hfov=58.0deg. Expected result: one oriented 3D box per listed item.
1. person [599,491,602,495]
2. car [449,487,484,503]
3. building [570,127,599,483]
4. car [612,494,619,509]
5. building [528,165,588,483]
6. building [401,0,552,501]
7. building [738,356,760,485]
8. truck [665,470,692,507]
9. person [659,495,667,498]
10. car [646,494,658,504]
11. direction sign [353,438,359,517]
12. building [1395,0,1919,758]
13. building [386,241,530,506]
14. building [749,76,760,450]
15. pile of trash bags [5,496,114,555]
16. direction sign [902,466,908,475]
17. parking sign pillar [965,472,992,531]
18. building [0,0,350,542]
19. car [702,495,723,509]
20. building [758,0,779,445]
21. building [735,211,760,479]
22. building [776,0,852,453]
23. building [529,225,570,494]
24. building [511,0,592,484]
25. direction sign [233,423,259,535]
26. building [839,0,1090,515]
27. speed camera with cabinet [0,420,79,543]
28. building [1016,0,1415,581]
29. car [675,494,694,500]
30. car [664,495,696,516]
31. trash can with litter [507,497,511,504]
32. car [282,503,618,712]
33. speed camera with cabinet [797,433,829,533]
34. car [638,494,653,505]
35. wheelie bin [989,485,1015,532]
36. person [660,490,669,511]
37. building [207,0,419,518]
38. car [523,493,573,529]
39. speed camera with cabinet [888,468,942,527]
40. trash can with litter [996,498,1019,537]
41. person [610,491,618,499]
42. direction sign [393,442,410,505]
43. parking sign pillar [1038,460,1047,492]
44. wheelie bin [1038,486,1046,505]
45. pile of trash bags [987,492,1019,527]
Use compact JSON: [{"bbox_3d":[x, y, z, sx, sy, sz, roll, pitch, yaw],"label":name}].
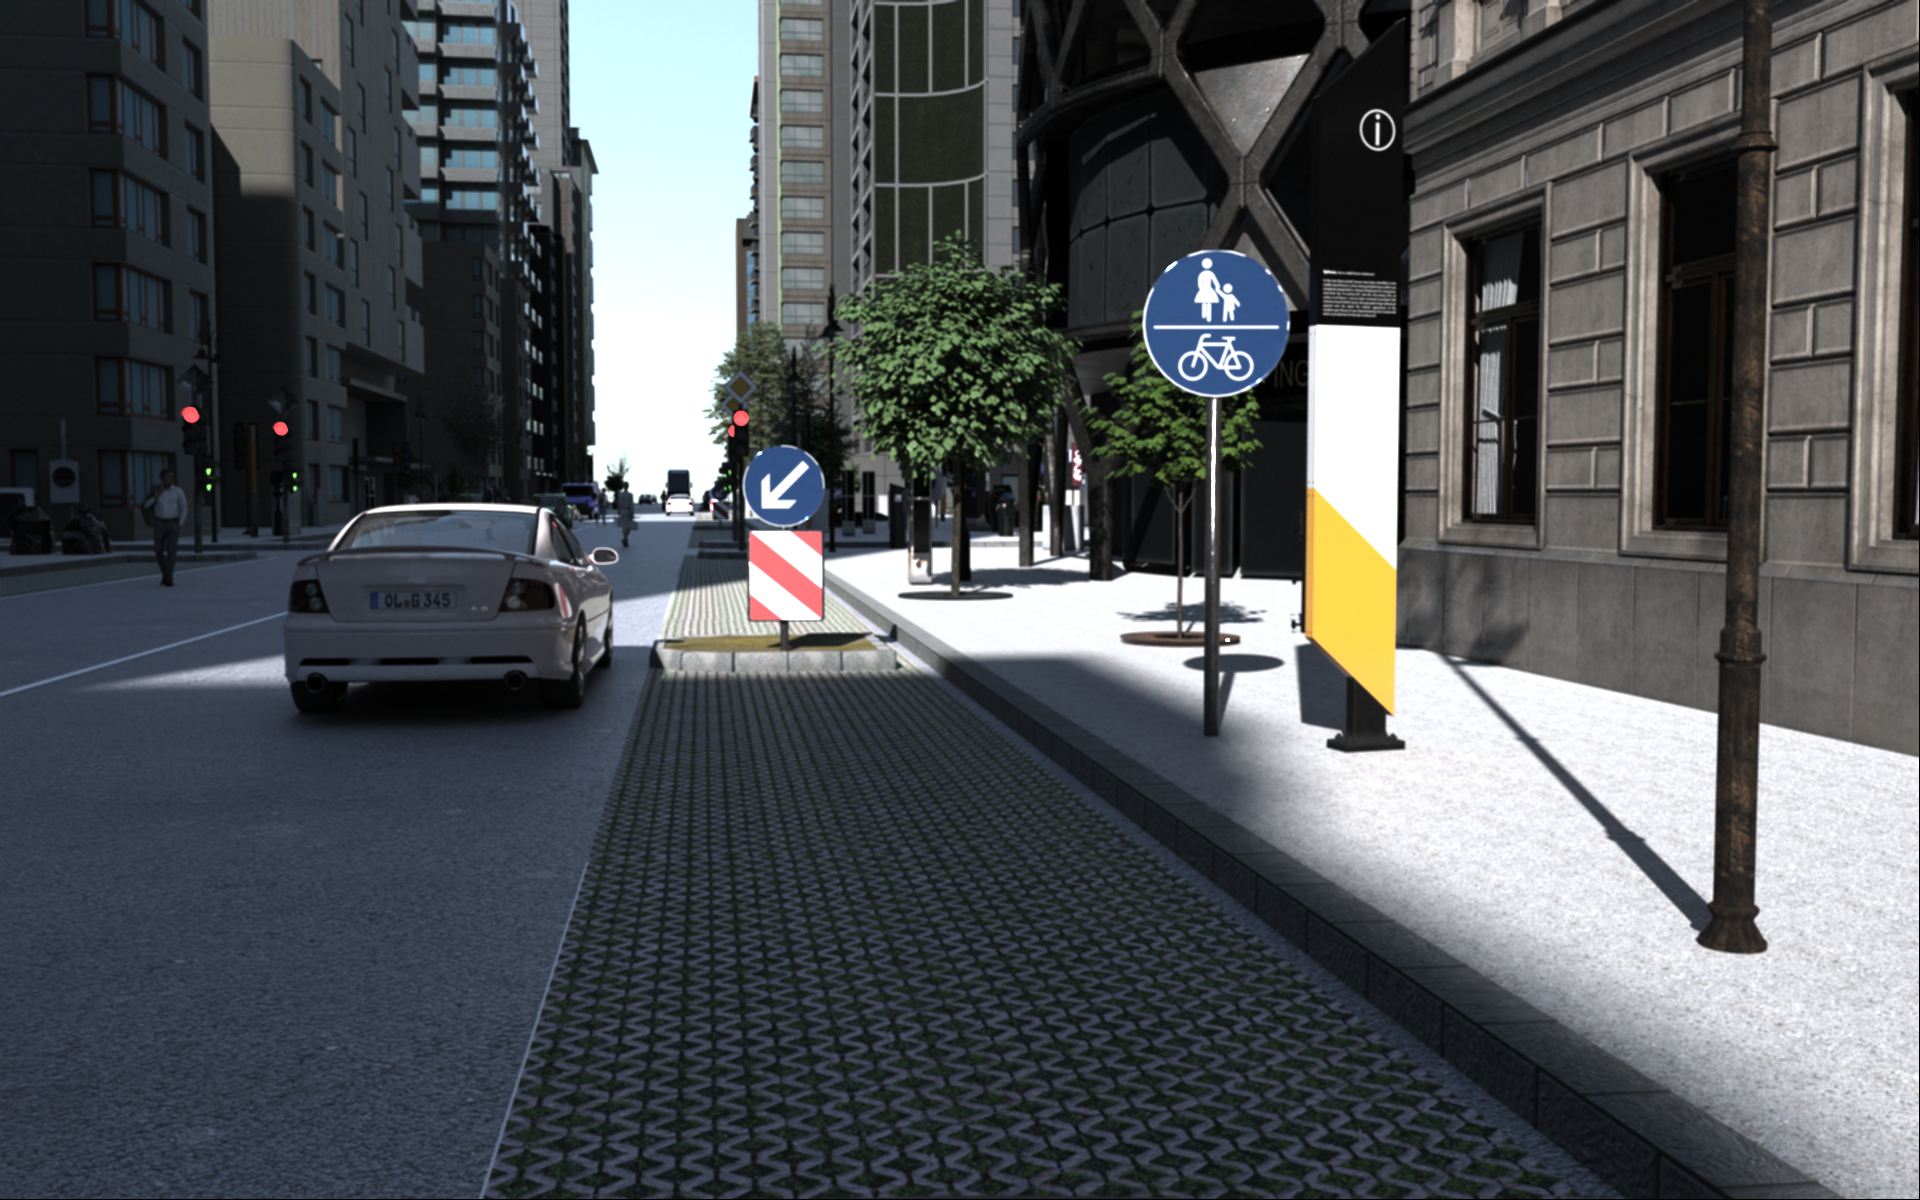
[{"bbox_3d":[-38.592,-10.853,186.043,1.348,1.812,0.705,0,4,6],"label":"person"},{"bbox_3d":[-22.600,-4.375,80.329,1.959,1.807,4.718,0,4,-8],"label":"car"},{"bbox_3d":[-67.213,-40.443,250.488,28.713,52.752,27.495,-1,4,-8],"label":"building"},{"bbox_3d":[-31.921,-9.428,163.929,2.009,1.686,4.222,0,4,-7],"label":"car"},{"bbox_3d":[-52.788,-32.154,209.305,14.154,41.232,14.086,-1,4,-8],"label":"building"},{"bbox_3d":[-51.049,-33.096,160.732,23.786,49.044,30.456,-1,4,-8],"label":"building"},{"bbox_3d":[-15.225,-23.502,229.299,27.650,21.520,28.899,-1,4,-8],"label":"building"},{"bbox_3d":[-29.968,-11.888,184.132,2.967,4.110,18.799,-1,4,-9],"label":"truck"},{"bbox_3d":[-41.438,-14.285,242.189,1.348,1.807,0.705,2,4,26],"label":"person"},{"bbox_3d":[-47.070,-15.532,264.174,2.015,1.641,3.980,0,4,-7],"label":"car"},{"bbox_3d":[-24.384,-4.768,69.949,0.379,3.537,0.876,-2,4,-31],"label":"direction sign"},{"bbox_3d":[9.669,-8.660,6.222,10.561,19.102,19.286,-1,4,-8],"label":"building"},{"bbox_3d":[-48.385,-17.524,131.561,27.650,21.520,28.899,-1,4,-8],"label":"building"},{"bbox_3d":[-10.787,-32.252,181.945,22.147,44.769,28.867,-1,4,-8],"label":"building"},{"bbox_3d":[-20.034,-1.681,37.230,3.447,1.369,1.912,0,4,-4],"label":"pile of trash bags"},{"bbox_3d":[-2.684,-5.699,85.183,0.379,3.537,0.876,1,4,21],"label":"direction sign"},{"bbox_3d":[0.543,-4.384,60.157,1.447,3.967,1.447,1,4,14],"label":"parking sign pillar"},{"bbox_3d":[-38.167,-13.059,58.550,27.650,21.520,28.899,-1,4,-8],"label":"building"},{"bbox_3d":[-22.501,-8.860,157.439,1.945,1.354,3.894,0,4,-8],"label":"car"},{"bbox_3d":[-7.230,-37.374,153.058,21.231,58.520,28.212,-1,4,-8],"label":"building"},{"bbox_3d":[-28.296,-38.116,273.304,14.600,45.320,14.200,-1,4,-8],"label":"building"},{"bbox_3d":[-6.930,-27.443,132.292,14.154,41.232,14.086,-1,4,-8],"label":"building"},{"bbox_3d":[-49.402,-25.218,184.022,14.160,30.474,14.107,-1,4,-8],"label":"building"},{"bbox_3d":[-59.107,-48.159,225.656,20.563,71.187,20.611,-1,4,-8],"label":"building"},{"bbox_3d":[-22.631,-3.852,54.975,0.876,3.537,0.379,1,4,14],"label":"direction sign"},{"bbox_3d":[1.892,-41.064,109.645,20.563,71.187,20.611,-1,4,-8],"label":"building"},{"bbox_3d":[-24.414,-3.143,45.723,2.038,3.252,0.660,-2,4,-25],"label":"speed camera with cabinet"},{"bbox_3d":[9.200,-9.958,30.258,16.820,18.784,16.811,-1,4,-8],"label":"building"},{"bbox_3d":[-24.515,-8.605,152.487,2.131,1.459,4.920,0,4,-7],"label":"car"},{"bbox_3d":[-18.560,-6.265,114.787,2.083,1.381,4.827,-1,4,-9],"label":"car"},{"bbox_3d":[-31.032,-6.610,119.462,1.055,1.170,0.624,0,4,8],"label":"trash can with litter"},{"bbox_3d":[-3.628,-0.030,12.845,2.083,1.381,4.827,0,4,-7],"label":"car"},{"bbox_3d":[-5.076,-3.826,56.895,0.660,3.252,2.038,2,4,27],"label":"speed camera with cabinet"},{"bbox_3d":[-43.428,-14.021,239.035,2.009,1.686,4.222,0,4,-7],"label":"car"},{"bbox_3d":[1.428,-3.079,58.252,0.980,1.594,0.693,2,4,32],"label":"wheelie bin"},{"bbox_3d":[-25.295,-8.535,148.135,0.705,1.812,1.348,1,4,23],"label":"person"},{"bbox_3d":[-44.707,-30.820,93.153,28.713,52.752,27.495,-1,4,-8],"label":"building"},{"bbox_3d":[-16.955,-3.830,71.417,1.959,1.807,4.718,-1,4,-10],"label":"car"},{"bbox_3d":[-1.739,-4.416,66.545,2.038,3.252,0.660,1,4,20],"label":"speed camera with cabinet"},{"bbox_3d":[1.630,-2.512,52.459,1.055,1.170,0.624,0,4,-4],"label":"trash can with litter"},{"bbox_3d":[-36.928,-10.835,185.784,0.705,1.807,1.348,3,5,42],"label":"person"},{"bbox_3d":[-24.378,-5.118,75.673,0.876,3.537,0.379,1,4,20],"label":"direction sign"},{"bbox_3d":[4.357,-6.828,100.111,1.447,3.967,1.447,-1,4,-9],"label":"parking sign pillar"},{"bbox_3d":[2.950,-3.770,69.547,0.980,1.594,0.693,-2,4,-35],"label":"wheelie bin"},{"bbox_3d":[1.888,-3.480,66.648,1.912,1.369,3.447,2,4,23],"label":"pile of trash bags"}]
